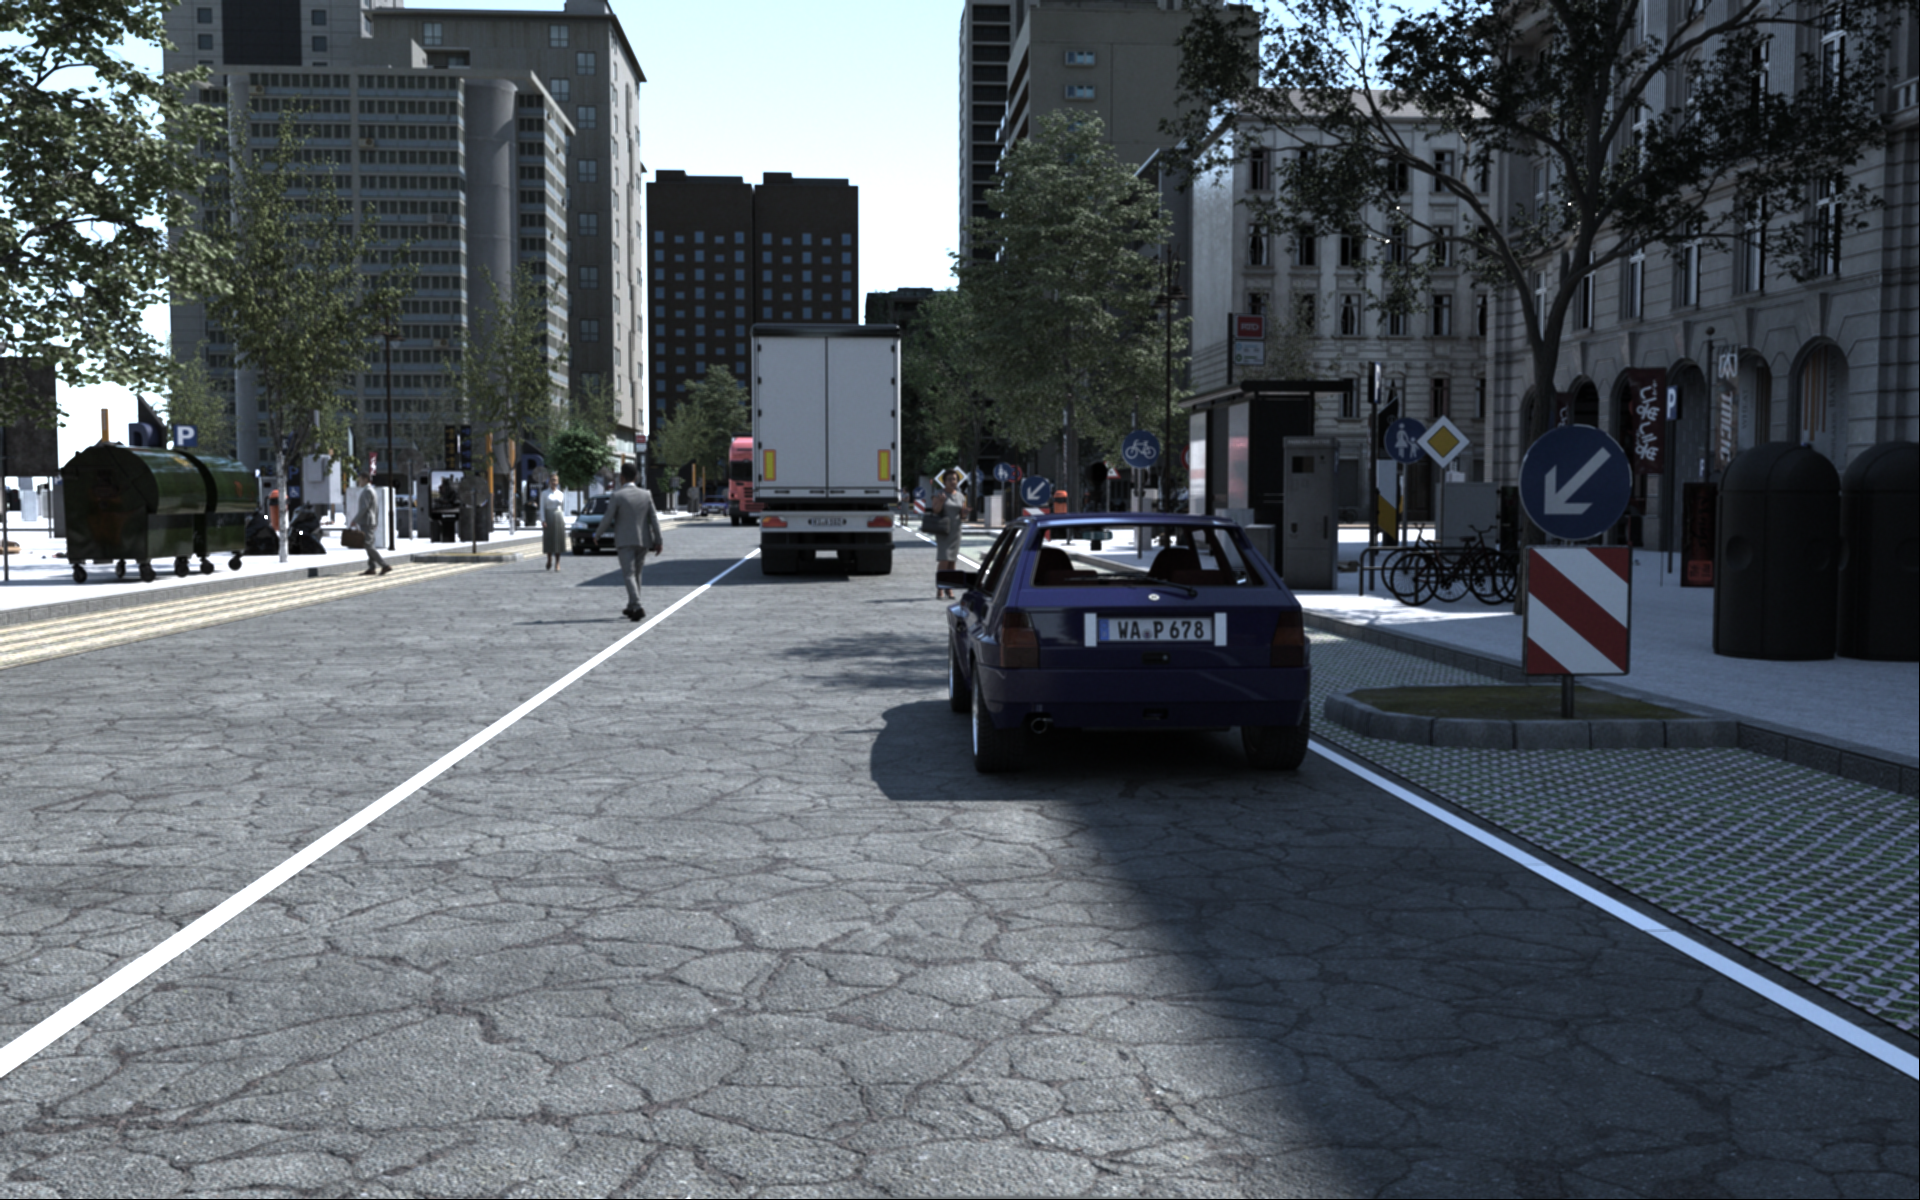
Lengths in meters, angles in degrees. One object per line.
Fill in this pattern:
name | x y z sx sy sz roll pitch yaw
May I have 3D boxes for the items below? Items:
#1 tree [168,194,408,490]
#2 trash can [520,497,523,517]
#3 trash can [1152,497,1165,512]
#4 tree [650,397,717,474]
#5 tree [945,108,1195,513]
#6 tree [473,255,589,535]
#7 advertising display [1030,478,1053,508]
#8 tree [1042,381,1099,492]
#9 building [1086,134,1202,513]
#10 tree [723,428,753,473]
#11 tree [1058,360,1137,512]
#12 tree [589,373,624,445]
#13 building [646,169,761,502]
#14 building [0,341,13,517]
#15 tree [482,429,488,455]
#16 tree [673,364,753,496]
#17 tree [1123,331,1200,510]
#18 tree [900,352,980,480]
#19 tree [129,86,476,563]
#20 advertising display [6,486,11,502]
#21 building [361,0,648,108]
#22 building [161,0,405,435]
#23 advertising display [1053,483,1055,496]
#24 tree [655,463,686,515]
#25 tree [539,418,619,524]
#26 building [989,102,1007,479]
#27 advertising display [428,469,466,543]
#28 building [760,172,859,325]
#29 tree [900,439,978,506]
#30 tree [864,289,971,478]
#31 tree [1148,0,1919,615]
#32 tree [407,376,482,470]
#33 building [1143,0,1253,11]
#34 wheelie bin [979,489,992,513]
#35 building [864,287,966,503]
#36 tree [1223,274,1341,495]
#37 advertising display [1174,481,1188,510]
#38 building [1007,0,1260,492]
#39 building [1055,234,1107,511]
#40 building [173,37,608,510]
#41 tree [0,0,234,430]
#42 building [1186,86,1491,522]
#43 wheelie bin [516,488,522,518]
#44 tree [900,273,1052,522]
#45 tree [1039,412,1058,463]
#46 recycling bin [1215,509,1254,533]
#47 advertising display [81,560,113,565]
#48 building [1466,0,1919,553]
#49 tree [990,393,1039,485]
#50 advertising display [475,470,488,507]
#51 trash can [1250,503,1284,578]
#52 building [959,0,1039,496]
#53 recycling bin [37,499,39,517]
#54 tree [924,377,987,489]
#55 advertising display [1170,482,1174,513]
tree | -16.659 -5.670 43.074 4.360 8.622 3.978 0 3 0
trash can | -22.148 -4.711 88.680 0.748 1.137 0.748 0 3 0
trash can | 9.590 -4.318 82.251 0.748 1.137 0.748 0 3 0
tree | -20.591 -11.061 131.203 4.737 8.622 4.395 0 3 0
tree | 3.010 -8.189 52.022 7.486 12.596 7.792 0 3 0
tree | -14.044 -6.330 53.851 4.737 8.622 4.395 0 3 0
advertising display | 3.246 -3.959 69.936 0.974 1.923 0.123 3 5 41
tree | 6.930 -9.717 109.233 4.737 8.622 4.395 0 3 0
building | 17.042 -17.777 109.728 14.314 24.678 30.058 0 4 -4
tree | -24.921 -15.141 197.912 4.360 8.622 3.978 0 3 0
tree | 7.910 -8.731 93.108 4.360 8.622 3.978 0 3 0
tree | -22.224 -9.407 104.164 4.737 8.622 4.395 0 3 0
building | -35.752 -36.206 242.085 14.200 45.320 14.600 0 4 -4
building | -35.261 -12.494 40.428 21.152 22.565 11.583 0 4 -4
tree | -36.748 -10.818 127.244 4.360 8.622 3.978 0 3 0
tree | -21.151 -14.230 150.788 7.486 12.596 7.792 0 3 0
tree | 9.099 -7.805 77.972 4.737 8.622 4.395 0 3 0
tree | -3.069 -13.381 135.789 9.611 12.733 9.660 0 3 0
tree | -12.405 -4.993 31.998 4.737 8.622 4.395 0 3 0
advertising display | -73.006 -7.766 132.193 0.974 1.923 0.123 -2 4 -34
building | -49.513 -36.757 190.217 27.495 52.752 28.713 0 4 -4
building | -73.816 -46.132 192.516 20.611 71.187 20.563 0 4 -4
advertising display | 4.955 -5.709 98.559 0.974 1.923 0.123 -2 4 -32
tree | -18.843 -7.204 112.392 1.663 3.219 1.824 0 3 0
tree | -16.318 -5.502 73.673 4.285 4.588 4.351 0 3 0
building | 15.802 -35.140 194.155 23.786 49.044 30.456 0 4 -4
advertising display | -13.434 -2.457 45.381 0.974 1.923 0.123 -3 5 -39
building | -21.356 -36.311 243.798 14.200 45.320 14.600 0 4 -4
tree | -0.674 -7.210 101.591 4.285 4.588 4.351 0 3 0
tree | -5.148 -18.637 160.608 12.611 20.169 13.585 0 3 0
tree | 5.906 -5.099 17.783 8.767 10.594 7.601 1 4 18
tree | -32.675 -9.571 106.854 4.360 8.622 3.978 0 3 0
building | 31.487 -49.648 249.989 20.611 71.187 20.563 0 4 -4
wheelie bin | 1.699 -6.685 117.215 0.980 1.594 0.693 -3 4 -38
building | -6.466 -28.952 245.067 14.107 30.474 14.160 0 4 -4
tree | 10.891 -6.622 58.635 4.360 8.622 3.978 0 3 0
advertising display | 11.277 -5.009 87.108 0.123 1.923 0.974 -3 5 -40
building | 16.188 -33.300 168.157 21.300 48.544 21.600 0 4 -4
building | 13.349 -18.694 134.524 11.050 23.489 19.941 0 4 -4
building | -47.847 -28.142 152.008 32.217 40.220 23.993 0 4 -4
tree | -12.005 -6.151 18.701 7.486 12.596 7.792 0 3 0
building | 21.006 -14.421 84.930 18.267 20.994 9.793 0 4 -4
wheelie bin | -23.290 -5.089 91.109 0.693 1.594 0.980 -1 4 -10
tree | 0.756 -9.448 80.222 9.928 11.665 9.643 0 3 0
tree | 7.392 -9.409 104.199 4.360 8.622 3.978 0 3 0
recycling bin | 4.824 -1.063 29.937 0.722 1.027 0.722 0 4 -3
advertising display | -15.721 -1.621 31.725 0.123 1.923 0.974 1 4 21
building | 21.444 -11.957 37.303 13.314 21.916 24.055 0 4 -4
tree | 4.266 -10.762 126.326 4.360 8.622 3.978 0 3 0
advertising display | -12.928 -2.545 46.825 0.123 1.923 0.974 0 4 -2
trash can | 4.848 -0.925 26.779 0.748 1.137 0.748 0 3 0
building | 10.643 -49.555 248.474 20.611 71.187 20.563 0 4 -4
recycling bin | -51.939 -5.147 96.704 0.722 1.027 0.722 -3 5 -40
tree | -0.421 -9.738 109.574 4.737 8.622 4.395 0 3 0
advertising display | 11.367 -5.383 93.232 0.123 1.923 0.974 2 4 30
